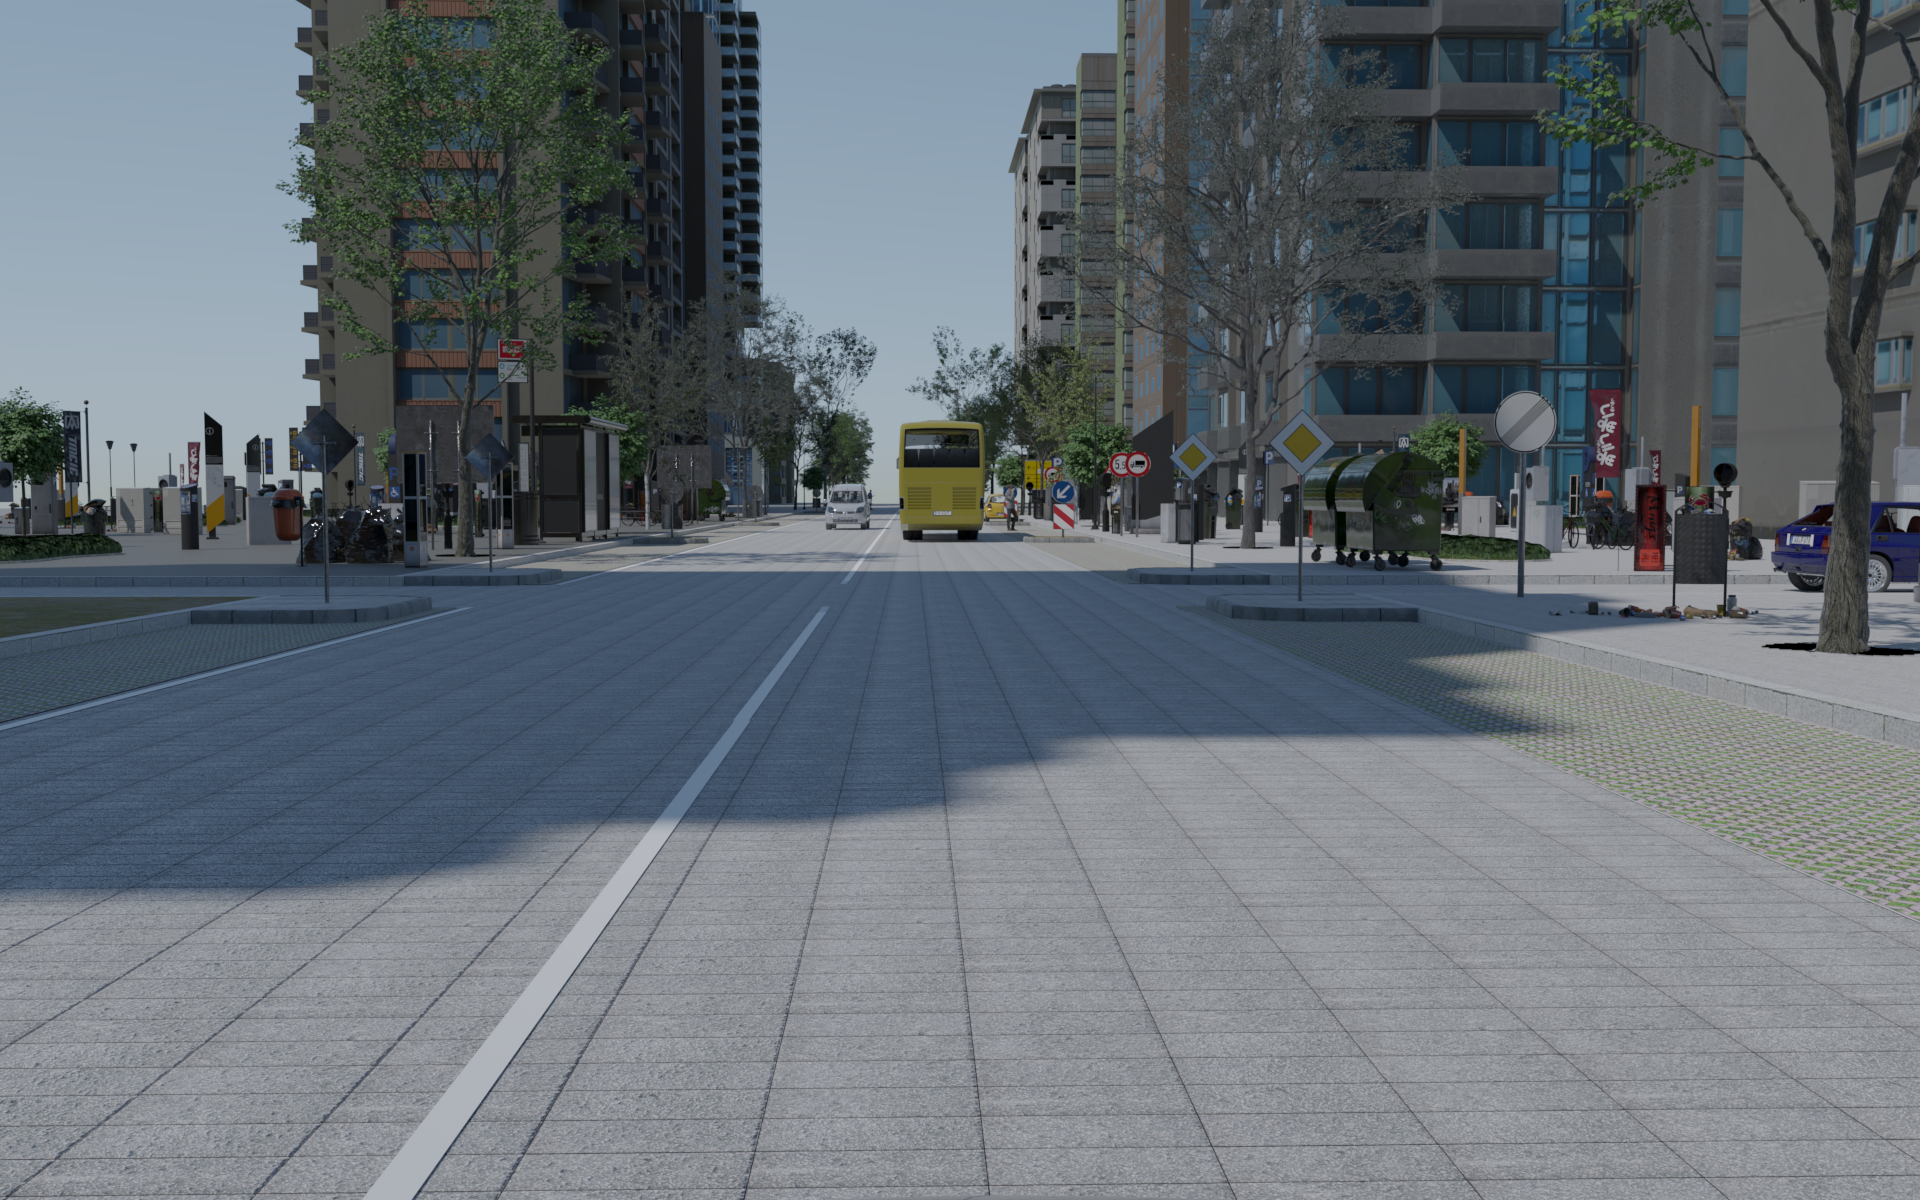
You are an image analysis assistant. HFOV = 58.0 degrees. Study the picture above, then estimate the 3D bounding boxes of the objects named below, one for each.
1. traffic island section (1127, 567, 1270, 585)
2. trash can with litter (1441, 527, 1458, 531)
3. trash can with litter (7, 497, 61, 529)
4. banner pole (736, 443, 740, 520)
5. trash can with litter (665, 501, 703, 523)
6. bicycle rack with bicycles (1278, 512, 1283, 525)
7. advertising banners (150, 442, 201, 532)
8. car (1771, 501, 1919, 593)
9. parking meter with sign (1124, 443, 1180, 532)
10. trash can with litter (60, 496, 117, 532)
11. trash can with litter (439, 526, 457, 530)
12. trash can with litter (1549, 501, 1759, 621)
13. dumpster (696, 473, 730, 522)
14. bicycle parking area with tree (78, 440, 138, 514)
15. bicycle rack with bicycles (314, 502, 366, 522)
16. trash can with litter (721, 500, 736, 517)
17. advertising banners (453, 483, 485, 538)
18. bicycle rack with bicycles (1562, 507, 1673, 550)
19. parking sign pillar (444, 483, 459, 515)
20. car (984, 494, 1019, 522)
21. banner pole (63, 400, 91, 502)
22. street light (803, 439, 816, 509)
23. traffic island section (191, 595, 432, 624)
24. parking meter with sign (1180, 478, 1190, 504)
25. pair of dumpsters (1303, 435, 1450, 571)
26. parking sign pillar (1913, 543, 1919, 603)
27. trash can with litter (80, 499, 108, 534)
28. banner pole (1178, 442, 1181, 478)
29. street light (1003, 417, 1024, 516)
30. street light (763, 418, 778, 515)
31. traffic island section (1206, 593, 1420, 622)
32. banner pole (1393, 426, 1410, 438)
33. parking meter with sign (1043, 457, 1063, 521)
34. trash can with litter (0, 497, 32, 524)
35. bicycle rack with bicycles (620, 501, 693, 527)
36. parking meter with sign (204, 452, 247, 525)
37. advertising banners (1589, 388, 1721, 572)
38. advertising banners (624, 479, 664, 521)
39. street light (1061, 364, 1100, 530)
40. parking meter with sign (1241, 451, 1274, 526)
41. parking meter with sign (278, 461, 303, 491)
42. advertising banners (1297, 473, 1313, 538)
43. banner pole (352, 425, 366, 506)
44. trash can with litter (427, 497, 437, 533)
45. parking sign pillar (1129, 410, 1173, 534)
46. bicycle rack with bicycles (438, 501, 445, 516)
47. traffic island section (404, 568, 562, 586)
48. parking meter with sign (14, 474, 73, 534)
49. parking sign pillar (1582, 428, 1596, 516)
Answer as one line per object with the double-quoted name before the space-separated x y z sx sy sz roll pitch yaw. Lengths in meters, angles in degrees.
"traffic island section" 3.868 -0.396 28.752 2.009 0.180 2.903 0 4 -2
"trash can with litter" 16.666 -3.031 60.618 1.678 1.210 2.233 -1 4 -18
"trash can with litter" -33.818 -3.268 64.495 2.233 1.210 1.678 1 4 12
"banner pole" -10.869 -5.818 85.133 0.401 3.779 0.863 0 4 3
"trash can with litter" -12.558 -4.033 76.994 2.233 1.210 1.678 1 4 17
"bicycle rack with bicycles" 13.028 -3.102 64.101 2.925 0.926 2.852 3 5 40
"advertising banners" -26.278 -3.784 58.054 2.074 3.025 0.090 1 4 17
"car" 13.963 -0.762 25.034 3.894 1.354 1.945 0 4 -3
"parking meter with sign" 6.526 -3.862 59.407 1.738 3.016 0.543 -1 4 -12
"trash can with litter" -29.313 -2.960 59.453 1.678 1.210 2.233 0 4 6
"trash can with litter" -18.973 -3.076 61.348 2.233 1.210 1.678 -1 4 -15
"trash can with litter" 7.382 -0.442 18.293 2.233 1.210 1.678 1 4 13
"dumpster" -11.656 -4.828 81.435 1.502 2.255 1.985 0 4 -1
"bicycle parking area with tree" -46.211 -6.624 95.301 9.016 4.147 8.231 0 4 1
"bicycle rack with bicycles" -27.448 -3.918 77.443 2.925 0.926 2.852 -3 5 -43
"trash can with litter" -12.952 -5.167 95.871 1.055 1.170 0.624 -3 4 -36
"advertising banners" -14.667 -3.383 51.494 0.090 3.025 2.074 -3 5 -42
"bicycle rack with bicycles" 15.368 -1.658 40.497 2.852 0.926 2.925 0 4 4
"parking sign pillar" -23.053 -5.538 79.017 1.447 3.967 1.447 1 4 10
"car" 2.051 -4.796 88.639 2.015 1.641 3.980 0 4 -2
"banner pole" -23.368 -3.422 45.972 0.401 3.779 0.863 3 4 37
"street light" -12.584 -10.600 145.849 1.470 5.913 1.316 0 4 -2
"traffic island section" -7.492 0.112 20.448 2.009 0.180 2.903 0 4 -2
"parking meter with sign" 10.307 -5.104 79.717 0.543 3.016 1.738 3 5 44
"pair of dumpsters" 7.325 -1.726 30.710 1.574 2.255 4.437 0 4 -1
"parking sign pillar" 12.053 -1.946 20.283 1.447 3.967 1.447 -3 5 -42
"trash can with litter" -21.128 -1.863 41.853 1.055 1.170 0.624 2 4 23
"banner pole" 10.422 -5.640 82.223 0.401 3.779 0.863 0 4 -3
"street light" 3.148 -8.009 103.480 1.470 5.913 1.316 0 4 -2
"street light" -11.281 -8.096 104.907 1.470 5.913 1.316 0 4 -2
"traffic island section" 4.095 0.092 20.770 2.009 0.180 2.903 0 4 -2
"banner pole" 16.155 -4.506 63.686 0.863 3.779 0.401 3 5 42
"parking meter with sign" 4.419 -5.321 83.258 0.543 3.016 1.738 -1 4 -14
"trash can with litter" -41.085 -3.940 75.485 2.233 1.210 1.678 -2 4 -34
"bicycle rack with bicycles" -12.501 -3.415 69.209 2.925 0.926 2.852 2 4 33
"parking meter with sign" -30.511 -4.632 71.997 1.738 3.016 0.543 -1 4 -13
"advertising banners" 11.442 -1.982 28.586 2.074 3.025 0.090 1 4 12
"advertising banners" -14.913 -5.228 81.671 2.074 3.025 0.090 -1 4 -21
"street light" 4.319 -5.479 62.121 1.470 5.913 1.316 0 4 -2
"parking meter with sign" 12.016 -4.564 70.890 0.543 3.016 1.738 -2 4 -35
"parking meter with sign" -35.121 -5.745 90.191 0.543 3.016 1.738 2 4 34
"advertising banners" 10.269 -3.303 50.194 0.090 3.025 2.074 -1 4 -21
"banner pole" -21.651 -4.425 62.363 0.863 3.779 0.401 3 4 36
"trash can with litter" -17.449 -2.796 57.103 0.624 1.170 1.055 -2 4 -28
"parking sign pillar" 6.167 -4.104 55.567 1.447 3.967 1.447 0 4 2
"bicycle rack with bicycles" -27.426 -4.637 89.189 2.852 0.926 2.925 2 4 33
"traffic island section" -7.719 -0.376 28.430 2.009 0.180 2.903 0 4 -2
"parking meter with sign" -29.402 -3.627 55.567 1.738 3.016 0.543 0 4 -8
"parking sign pillar" 25.655 -5.005 70.301 1.447 3.967 1.447 0 4 6
